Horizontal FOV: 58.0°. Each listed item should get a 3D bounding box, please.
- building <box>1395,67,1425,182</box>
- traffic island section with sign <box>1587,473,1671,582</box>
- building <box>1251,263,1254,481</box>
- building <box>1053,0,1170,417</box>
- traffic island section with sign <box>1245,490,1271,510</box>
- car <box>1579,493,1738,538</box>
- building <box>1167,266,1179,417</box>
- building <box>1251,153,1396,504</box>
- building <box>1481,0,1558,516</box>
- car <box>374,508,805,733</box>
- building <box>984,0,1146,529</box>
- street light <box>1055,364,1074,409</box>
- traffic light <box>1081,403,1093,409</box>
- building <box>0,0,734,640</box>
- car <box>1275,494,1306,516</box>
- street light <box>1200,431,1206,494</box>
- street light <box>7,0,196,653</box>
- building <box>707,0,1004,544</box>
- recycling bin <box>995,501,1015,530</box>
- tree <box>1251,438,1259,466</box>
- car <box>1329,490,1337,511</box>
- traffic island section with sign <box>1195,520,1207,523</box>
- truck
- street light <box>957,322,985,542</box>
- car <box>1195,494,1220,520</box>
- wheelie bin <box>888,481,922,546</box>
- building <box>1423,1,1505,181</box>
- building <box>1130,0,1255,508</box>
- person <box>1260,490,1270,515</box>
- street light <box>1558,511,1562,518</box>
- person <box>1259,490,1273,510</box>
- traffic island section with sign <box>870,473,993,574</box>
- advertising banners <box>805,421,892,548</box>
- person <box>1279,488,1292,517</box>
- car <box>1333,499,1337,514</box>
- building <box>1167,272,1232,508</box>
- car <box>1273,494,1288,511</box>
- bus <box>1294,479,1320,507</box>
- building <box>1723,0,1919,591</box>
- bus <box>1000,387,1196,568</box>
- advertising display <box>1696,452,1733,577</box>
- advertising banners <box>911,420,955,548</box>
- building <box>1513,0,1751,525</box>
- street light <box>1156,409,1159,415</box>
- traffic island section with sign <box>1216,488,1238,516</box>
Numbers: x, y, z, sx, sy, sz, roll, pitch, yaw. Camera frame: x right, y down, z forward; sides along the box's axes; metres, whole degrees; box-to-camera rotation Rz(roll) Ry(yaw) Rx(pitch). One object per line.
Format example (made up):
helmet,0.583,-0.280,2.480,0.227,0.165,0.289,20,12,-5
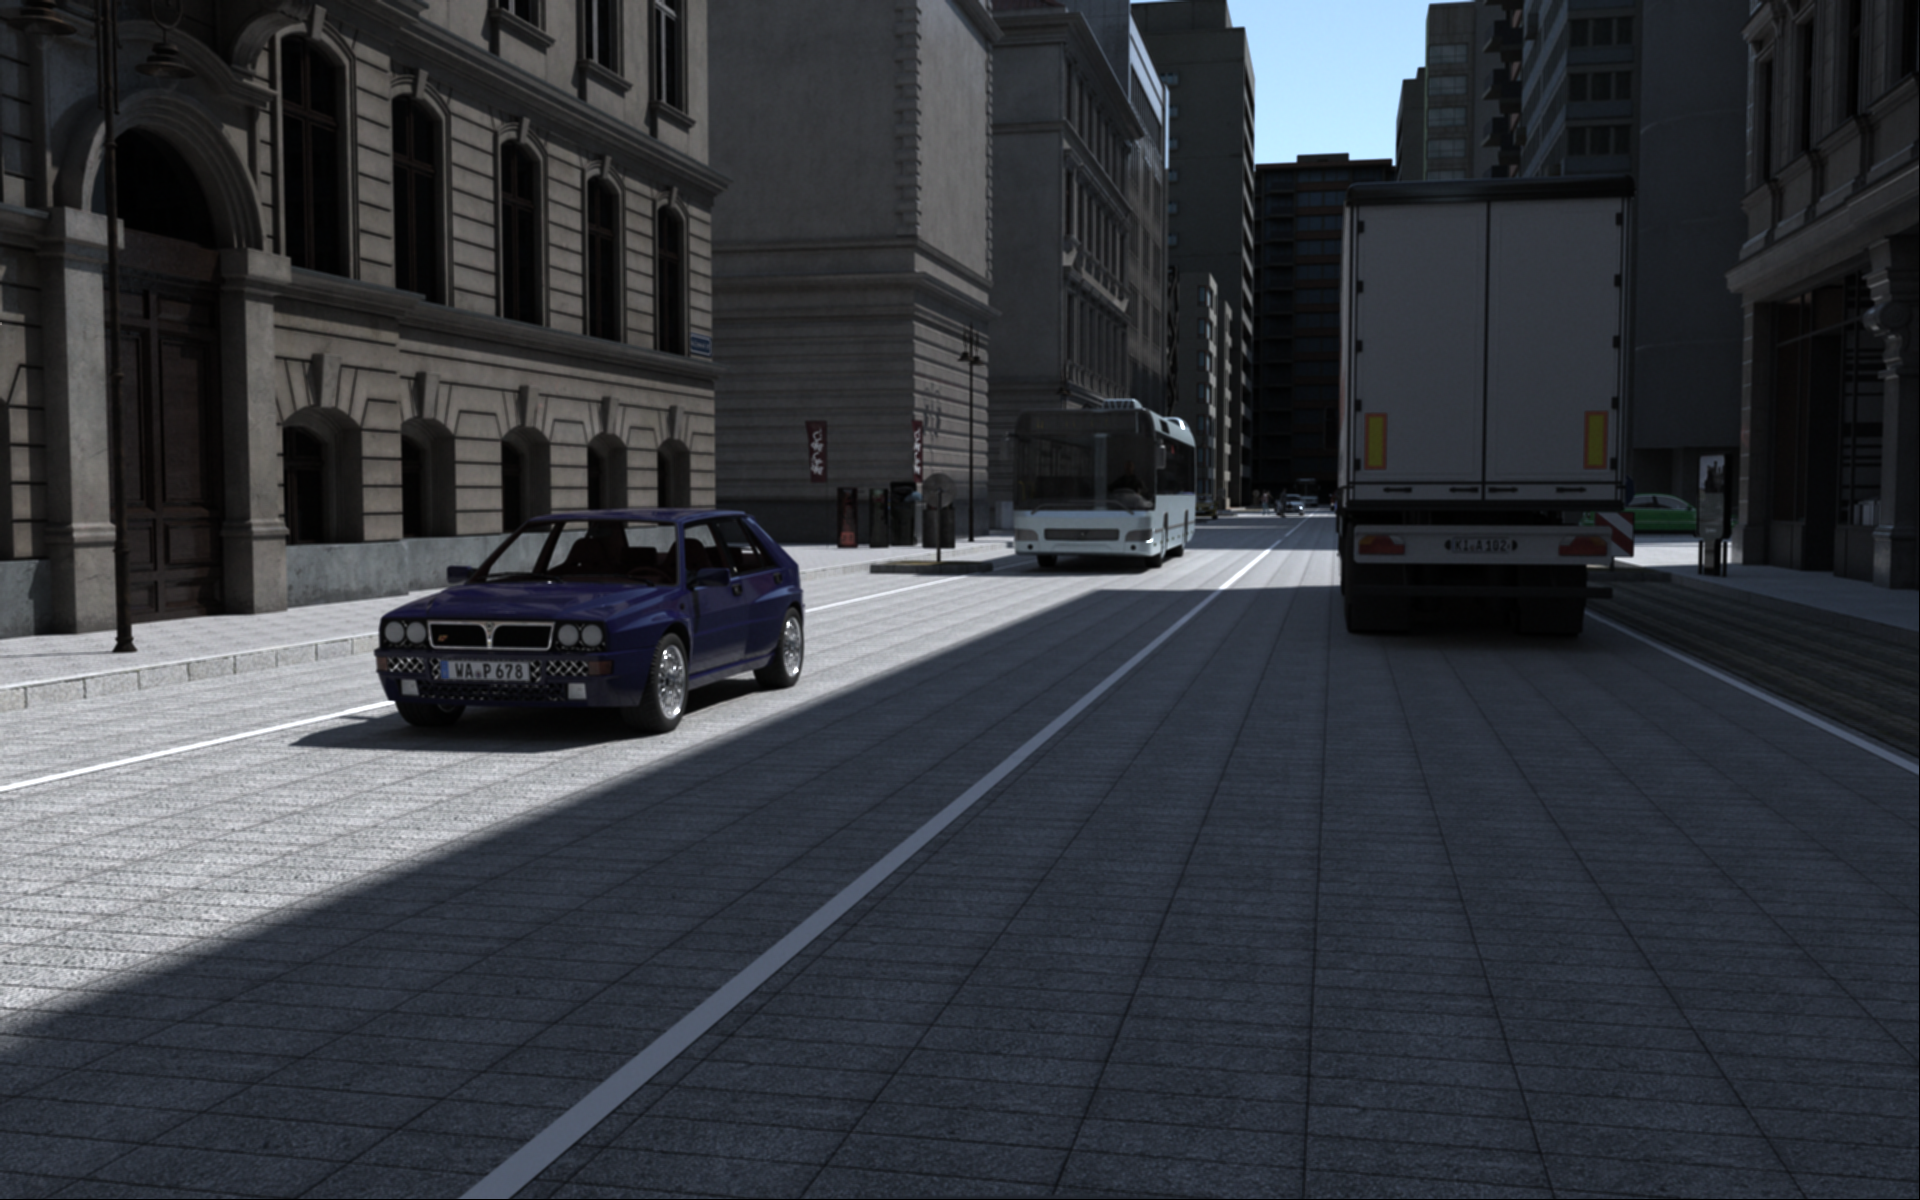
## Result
building,59.407,-34.767,192.140,21.300,48.544,21.600,1,4,12
traffic island section with sign,10.767,-1.255,29.150,1.989,1.847,2.006,1,4,12
building,27.214,-26.398,203.308,14.107,30.474,14.160,1,4,12
building,4.232,-16.843,93.408,12.078,24.808,19.932,1,4,12
traffic island section with sign,27.524,-9.297,160.628,1.989,1.847,2.006,1,4,12
car,21.642,-2.735,53.510,4.718,1.807,1.959,1,4,13
building,5.619,-15.004,112.762,16.820,18.784,16.811,1,4,12
building,46.352,-34.937,225.852,28.867,44.769,22.147,1,4,12
building,43.373,-27.512,104.444,22.147,44.769,28.867,1,4,12
car,-2.324,0.051,11.739,1.945,1.354,3.894,1,4,11
building,0.812,-14.450,72.416,11.583,22.565,21.152,1,4,12
street light,3.741,-5.446,61.823,0.468,5.910,1.993,1,4,12
traffic light,3.900,-3.938,53.310,0.839,4.253,0.868,1,4,12
building,-13.379,-12.160,17.900,14.460,24.649,34.723,1,4,12
car,22.161,-6.363,116.045,2.014,1.417,4.499,1,4,13
street light,17.900,-9.457,127.407,0.468,5.910,1.993,1,4,12
street light,-6.790,-2.515,13.902,0.468,5.910,1.993,1,4,12
building,-9.136,-13.532,50.127,19.941,23.489,11.050,1,4,12
recycling bin,1.704,-2.992,61.474,0.722,1.027,0.722,-1,4,-19
tree,31.214,-14.883,193.702,4.360,8.622,3.978,0,3,0
car,32.859,-8.563,148.670,2.281,1.827,5.304,1,4,11
traffic island section with sign,11.144,-4.694,85.373,1.989,1.847,2.006,1,4,12
truck,5.830,-1.957,20.903,2.839,4.237,11.283,1,4,12
street light,0.302,-4.516,46.617,0.468,5.910,1.993,1,4,12
car,13.676,-5.363,97.914,2.015,1.641,3.980,1,4,11
wheelie bin,-1.377,-2.142,42.937,0.980,1.594,0.693,0,4,4
building,46.427,-28.352,147.155,14.154,41.232,14.086,1,4,12
building,18.517,-33.786,176.097,21.300,48.544,21.600,1,4,12
person,20.840,-6.661,118.244,0.643,1.720,0.563,3,5,40
street light,17.382,-4.725,50.034,0.468,5.910,1.993,1,4,12
person,28.056,-9.183,158.660,1.348,1.823,0.705,0,4,-1
traffic island section with sign,-0.455,-1.430,32.009,1.989,1.847,2.006,1,4,12
advertising banners,-2.657,-2.759,41.300,2.074,3.025,0.090,0,4,3
person,20.132,-6.042,107.414,0.853,1.813,0.709,3,4,37
car,27.396,-6.903,122.461,1.945,1.707,3.694,1,4,11
building,8.987,-18.789,152.235,27.650,21.520,28.899,1,4,12
car,26.952,-8.184,143.589,2.009,1.686,4.222,1,4,11
bus,40.159,-12.597,200.817,2.948,3.499,13.247,1,4,11
building,18.349,-10.907,29.247,10.553,20.767,40.483,1,4,12
bus,3.304,-2.558,36.687,2.948,3.499,13.247,1,4,11
advertising display,11.818,-1.342,27.159,0.123,1.923,0.974,0,4,-1
advertising banners,-0.654,-2.785,41.725,0.090,3.025,2.074,2,4,29
building,35.348,-23.035,68.499,23.993,40.220,32.217,1,4,12
street light,10.787,-7.458,94.727,0.468,5.910,1.993,1,4,12
traffic island section with sign,16.924,-6.316,111.901,1.989,1.847,2.006,1,4,12
